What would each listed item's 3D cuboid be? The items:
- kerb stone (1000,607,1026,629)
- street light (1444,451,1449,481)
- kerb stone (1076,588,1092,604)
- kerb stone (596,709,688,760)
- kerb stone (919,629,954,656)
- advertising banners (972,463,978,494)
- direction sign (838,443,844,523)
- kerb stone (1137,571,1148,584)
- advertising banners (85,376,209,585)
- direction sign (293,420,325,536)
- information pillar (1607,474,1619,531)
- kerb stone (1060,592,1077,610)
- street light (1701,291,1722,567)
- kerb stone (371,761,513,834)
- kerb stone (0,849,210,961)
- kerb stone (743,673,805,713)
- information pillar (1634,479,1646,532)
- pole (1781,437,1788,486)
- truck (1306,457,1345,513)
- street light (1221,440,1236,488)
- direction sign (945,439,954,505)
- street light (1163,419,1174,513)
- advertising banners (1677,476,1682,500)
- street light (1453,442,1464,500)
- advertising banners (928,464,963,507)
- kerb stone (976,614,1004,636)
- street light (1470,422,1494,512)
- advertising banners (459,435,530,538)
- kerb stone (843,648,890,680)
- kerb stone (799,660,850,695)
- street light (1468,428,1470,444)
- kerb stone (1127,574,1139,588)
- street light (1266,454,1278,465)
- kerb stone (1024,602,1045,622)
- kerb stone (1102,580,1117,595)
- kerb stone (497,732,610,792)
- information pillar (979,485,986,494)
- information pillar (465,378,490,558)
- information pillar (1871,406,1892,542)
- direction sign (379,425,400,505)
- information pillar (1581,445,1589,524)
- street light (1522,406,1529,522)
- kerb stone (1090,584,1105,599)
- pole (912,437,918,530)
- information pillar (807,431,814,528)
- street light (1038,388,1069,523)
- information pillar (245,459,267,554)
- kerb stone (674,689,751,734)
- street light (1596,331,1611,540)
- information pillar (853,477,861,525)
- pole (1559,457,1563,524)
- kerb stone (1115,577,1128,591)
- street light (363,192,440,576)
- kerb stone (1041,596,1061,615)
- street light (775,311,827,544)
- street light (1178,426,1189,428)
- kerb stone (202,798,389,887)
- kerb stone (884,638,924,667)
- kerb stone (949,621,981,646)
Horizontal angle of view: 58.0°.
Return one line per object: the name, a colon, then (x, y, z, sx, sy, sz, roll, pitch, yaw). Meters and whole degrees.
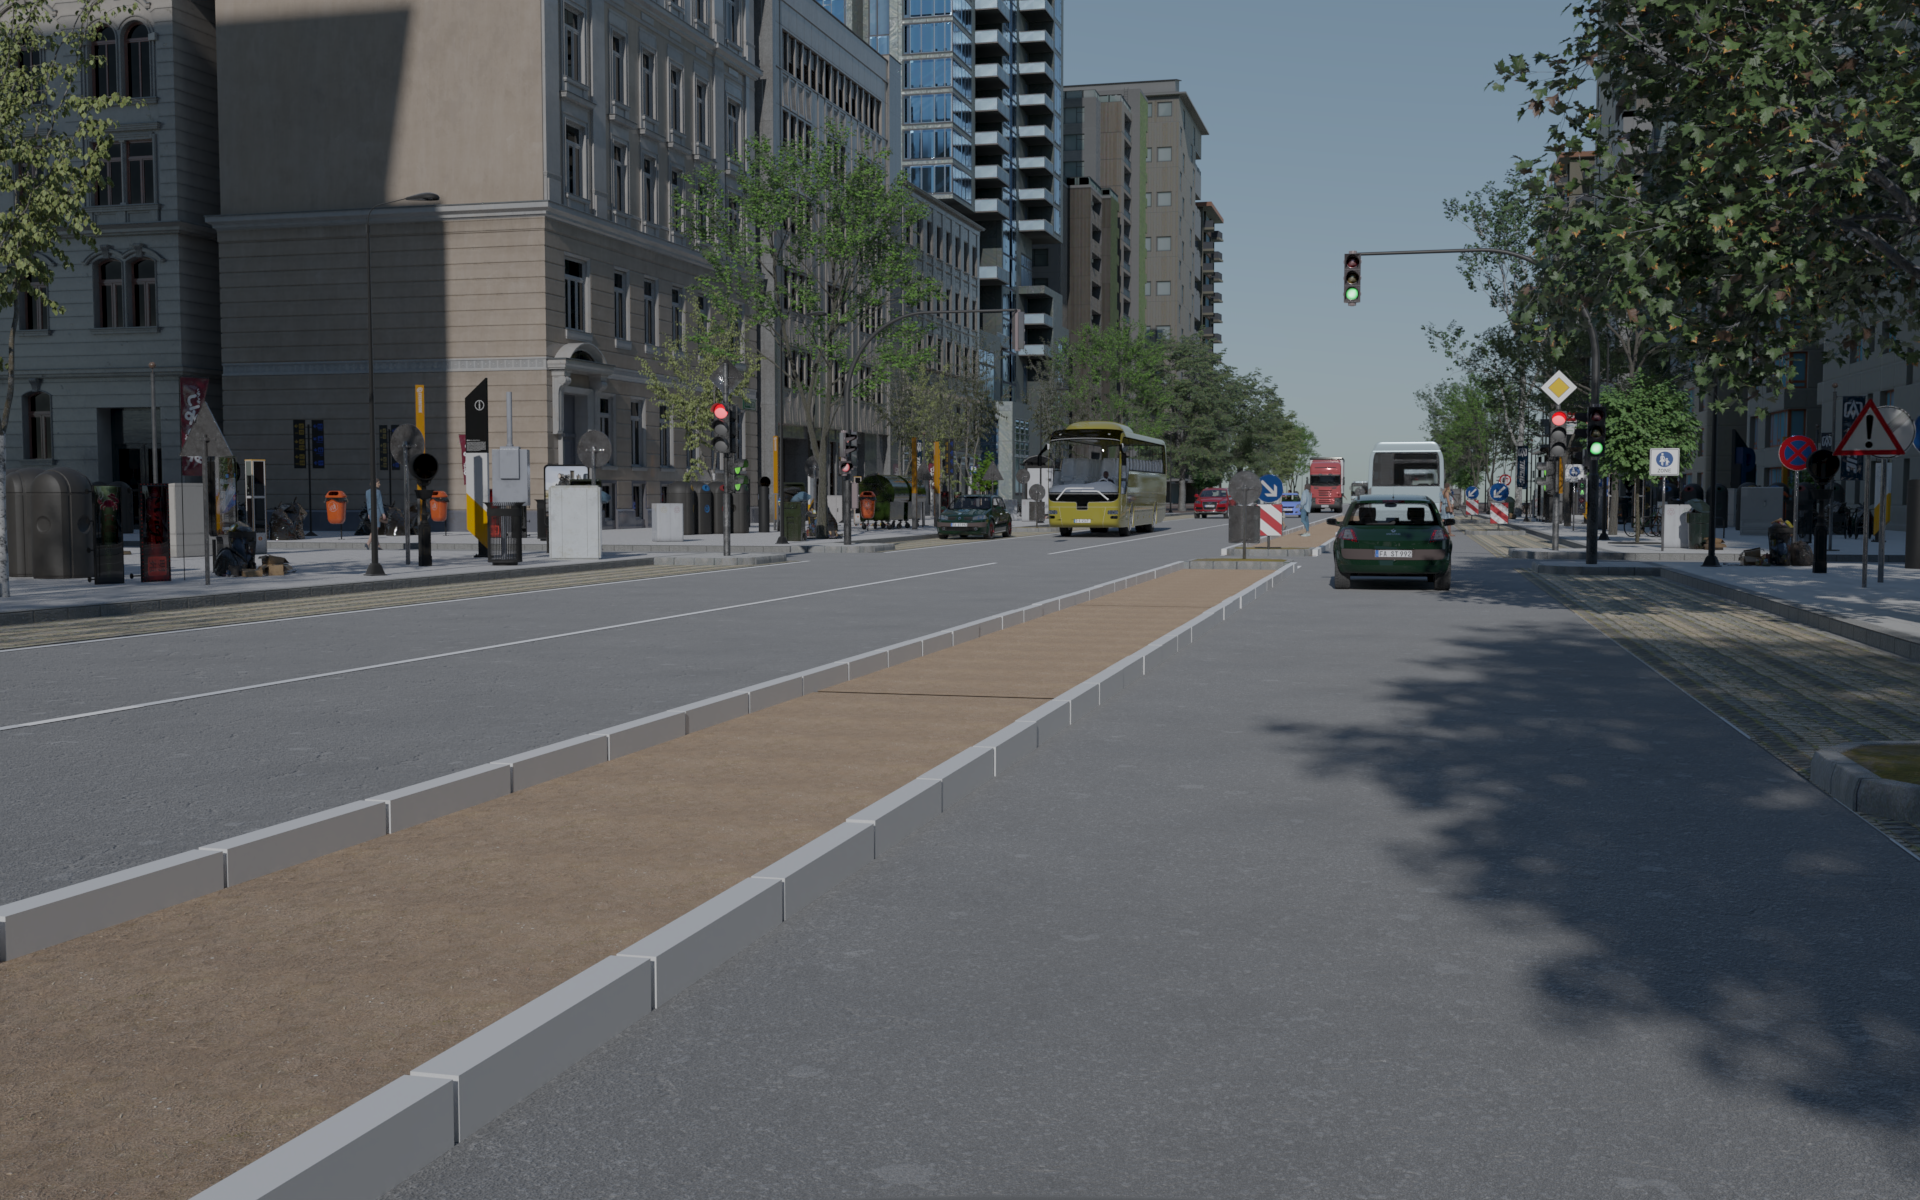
kerb stone: (0.517, 0.214, 18.694, 0.120, 0.150, 1.000, 1, 4, 14)
street light: (52.937, -13.025, 185.497, 1.470, 5.913, 1.316, 1, 4, 14)
kerb stone: (1.541, -0.022, 22.662, 0.120, 0.150, 1.000, 1, 4, 14)
kerb stone: (-1.803, 0.762, 9.739, 0.120, 0.150, 1.000, 1, 4, 14)
kerb stone: (-0.259, 0.399, 15.692, 0.120, 0.150, 1.000, 1, 4, 14)
advertising banners: (0.843, -6.091, 95.771, 0.090, 3.025, 2.074, 0, 4, -7)
direction sign: (-5.199, -5.184, 76.756, 0.379, 3.537, 0.876, 1, 4, 21)
kerb stone: (2.834, -0.333, 27.637, 0.120, 0.150, 1.000, 1, 4, 14)
advertising banners: (-11.770, -1.775, 25.209, 0.090, 3.025, 2.074, 2, 4, 28)
direction sign: (-19.850, -3.723, 52.864, 0.876, 3.537, 0.379, -1, 4, -14)
information pillar: (22.522, -3.378, 59.722, 0.304, 2.012, 0.304, 2, 4, 27)
kerb stone: (1.286, 0.035, 21.666, 0.120, 0.150, 1.000, 1, 4, 14)
street light: (12.766, -3.551, 30.596, 1.470, 5.913, 1.316, 1, 4, 14)
kerb stone: (-2.318, 0.883, 7.752, 0.120, 0.150, 1.000, 1, 4, 14)
kerb stone: (-2.836, 1.007, 5.769, 0.120, 0.150, 1.000, 1, 4, 14)
kerb stone: (-1.295, 0.640, 11.727, 0.120, 0.150, 1.000, 1, 4, 14)
information pillar: (22.872, -3.289, 58.269, 0.304, 2.012, 0.304, 2, 4, 32)
pole: (29.295, -4.142, 61.564, 0.158, 3.312, 0.155, 0, 3, 0)
truck: (28.303, -8.849, 133.602, 2.839, 4.237, 11.283, 1, 4, 13)
street light: (23.135, -10.842, 149.811, 1.470, 5.913, 1.316, 1, 4, 14)
direction sign: (-0.437, -4.848, 71.263, 0.379, 3.537, 0.876, -1, 4, -22)
street light: (12.355, -8.273, 107.800, 1.470, 5.913, 1.316, 1, 4, 14)
advertising banners: (30.620, -4.728, 73.483, 0.090, 3.025, 2.074, 1, 4, 12)
street light: (44.735, -11.069, 153.517, 1.470, 5.913, 1.316, 1, 4, 14)
advertising banners: (-0.841, -6.240, 98.218, 2.074, 3.025, 0.090, 1, 4, 13)
kerb stone: (0.254, 0.277, 17.702, 0.120, 0.150, 1.000, 1, 4, 14)
street light: (33.827, -8.515, 111.767, 1.470, 5.913, 1.316, 1, 4, 14)
advertising banners: (-13.570, -3.319, 50.458, 2.074, 3.025, 0.090, 0, 4, 4)
kerb stone: (-0.779, 0.520, 13.710, 0.120, 0.150, 1.000, 1, 4, 14)
kerb stone: (-1.038, 0.582, 12.719, 0.120, 0.150, 1.000, 1, 4, 14)
street light: (36.477, -9.141, 121.989, 1.470, 5.913, 1.316, 1, 4, 14)
kerb stone: (2.577, -0.272, 26.647, 0.120, 0.150, 1.000, 1, 4, 14)
street light: (35.732, -13.841, 198.842, 1.470, 5.913, 1.316, 1, 4, 14)
kerb stone: (0.777, 0.159, 19.684, 0.120, 0.150, 1.000, 1, 4, 14)
kerb stone: (2.055, -0.150, 24.650, 0.120, 0.150, 1.000, 1, 4, 14)
kerb stone: (-2.063, 0.822, 8.750, 0.120, 0.150, 1.000, 1, 4, 14)
information pillar: (1.326, -6.017, 102.867, 0.304, 2.012, 0.304, -1, 4, -23)
information pillar: (-9.721, -2.666, 34.943, 0.504, 3.616, 0.183, 1, 4, 13)
information pillar: (24.511, -3.341, 45.988, 0.183, 3.616, 0.504, -1, 4, -15)
direction sign: (-18.656, -3.958, 56.708, 0.876, 3.537, 0.379, 2, 4, 28)
information pillar: (26.847, -5.076, 74.355, 0.183, 3.616, 0.504, -1, 4, -21)
street light: (25.612, -6.565, 79.883, 1.470, 5.913, 1.316, 1, 4, 14)
kerb stone: (1.802, -0.085, 23.660, 0.120, 0.150, 1.000, 1, 4, 14)
pole: (-1.631, -4.189, 62.333, 0.158, 3.312, 0.155, 0, 3, 0)
information pillar: (-5.539, -4.486, 64.695, 0.183, 3.616, 0.504, 1, 4, 22)
street light: (4.066, -6.319, 75.859, 1.470, 5.913, 1.316, 1, 4, 14)
information pillar: (-15.013, -1.985, 36.943, 0.304, 2.012, 0.304, 3, 5, 41)
kerb stone: (-1.553, 0.701, 10.731, 0.120, 0.150, 1.000, 1, 4, 14)
street light: (17.435, -4.632, 48.268, 1.470, 5.913, 1.316, 1, 4, 14)
information pillar: (-4.317, -4.180, 72.838, 0.304, 2.012, 0.304, -1, 4, -11)
pole: (25.738, -4.919, 74.273, 0.158, 3.312, 0.155, 0, 3, 0)
kerb stone: (2.315, -0.211, 25.647, 0.120, 0.150, 1.000, 1, 4, 14)
street light: (-8.685, -3.328, 26.950, 1.470, 5.913, 1.316, 1, 4, 14)
kerb stone: (1.023, 0.093, 20.676, 0.120, 0.150, 1.000, 1, 4, 14)
street light: (-4.052, -4.386, 44.250, 1.470, 5.913, 1.316, 1, 4, 14)
street light: (14.947, -8.918, 118.352, 1.470, 5.913, 1.316, 1, 4, 14)
kerb stone: (-2.580, 0.944, 6.759, 0.120, 0.150, 1.000, 1, 4, 14)
kerb stone: (-0.520, 0.458, 14.699, 0.120, 0.150, 1.000, 1, 4, 14)
kerb stone: (0.004, 0.336, 16.703, 0.120, 0.150, 1.000, 1, 4, 14)
